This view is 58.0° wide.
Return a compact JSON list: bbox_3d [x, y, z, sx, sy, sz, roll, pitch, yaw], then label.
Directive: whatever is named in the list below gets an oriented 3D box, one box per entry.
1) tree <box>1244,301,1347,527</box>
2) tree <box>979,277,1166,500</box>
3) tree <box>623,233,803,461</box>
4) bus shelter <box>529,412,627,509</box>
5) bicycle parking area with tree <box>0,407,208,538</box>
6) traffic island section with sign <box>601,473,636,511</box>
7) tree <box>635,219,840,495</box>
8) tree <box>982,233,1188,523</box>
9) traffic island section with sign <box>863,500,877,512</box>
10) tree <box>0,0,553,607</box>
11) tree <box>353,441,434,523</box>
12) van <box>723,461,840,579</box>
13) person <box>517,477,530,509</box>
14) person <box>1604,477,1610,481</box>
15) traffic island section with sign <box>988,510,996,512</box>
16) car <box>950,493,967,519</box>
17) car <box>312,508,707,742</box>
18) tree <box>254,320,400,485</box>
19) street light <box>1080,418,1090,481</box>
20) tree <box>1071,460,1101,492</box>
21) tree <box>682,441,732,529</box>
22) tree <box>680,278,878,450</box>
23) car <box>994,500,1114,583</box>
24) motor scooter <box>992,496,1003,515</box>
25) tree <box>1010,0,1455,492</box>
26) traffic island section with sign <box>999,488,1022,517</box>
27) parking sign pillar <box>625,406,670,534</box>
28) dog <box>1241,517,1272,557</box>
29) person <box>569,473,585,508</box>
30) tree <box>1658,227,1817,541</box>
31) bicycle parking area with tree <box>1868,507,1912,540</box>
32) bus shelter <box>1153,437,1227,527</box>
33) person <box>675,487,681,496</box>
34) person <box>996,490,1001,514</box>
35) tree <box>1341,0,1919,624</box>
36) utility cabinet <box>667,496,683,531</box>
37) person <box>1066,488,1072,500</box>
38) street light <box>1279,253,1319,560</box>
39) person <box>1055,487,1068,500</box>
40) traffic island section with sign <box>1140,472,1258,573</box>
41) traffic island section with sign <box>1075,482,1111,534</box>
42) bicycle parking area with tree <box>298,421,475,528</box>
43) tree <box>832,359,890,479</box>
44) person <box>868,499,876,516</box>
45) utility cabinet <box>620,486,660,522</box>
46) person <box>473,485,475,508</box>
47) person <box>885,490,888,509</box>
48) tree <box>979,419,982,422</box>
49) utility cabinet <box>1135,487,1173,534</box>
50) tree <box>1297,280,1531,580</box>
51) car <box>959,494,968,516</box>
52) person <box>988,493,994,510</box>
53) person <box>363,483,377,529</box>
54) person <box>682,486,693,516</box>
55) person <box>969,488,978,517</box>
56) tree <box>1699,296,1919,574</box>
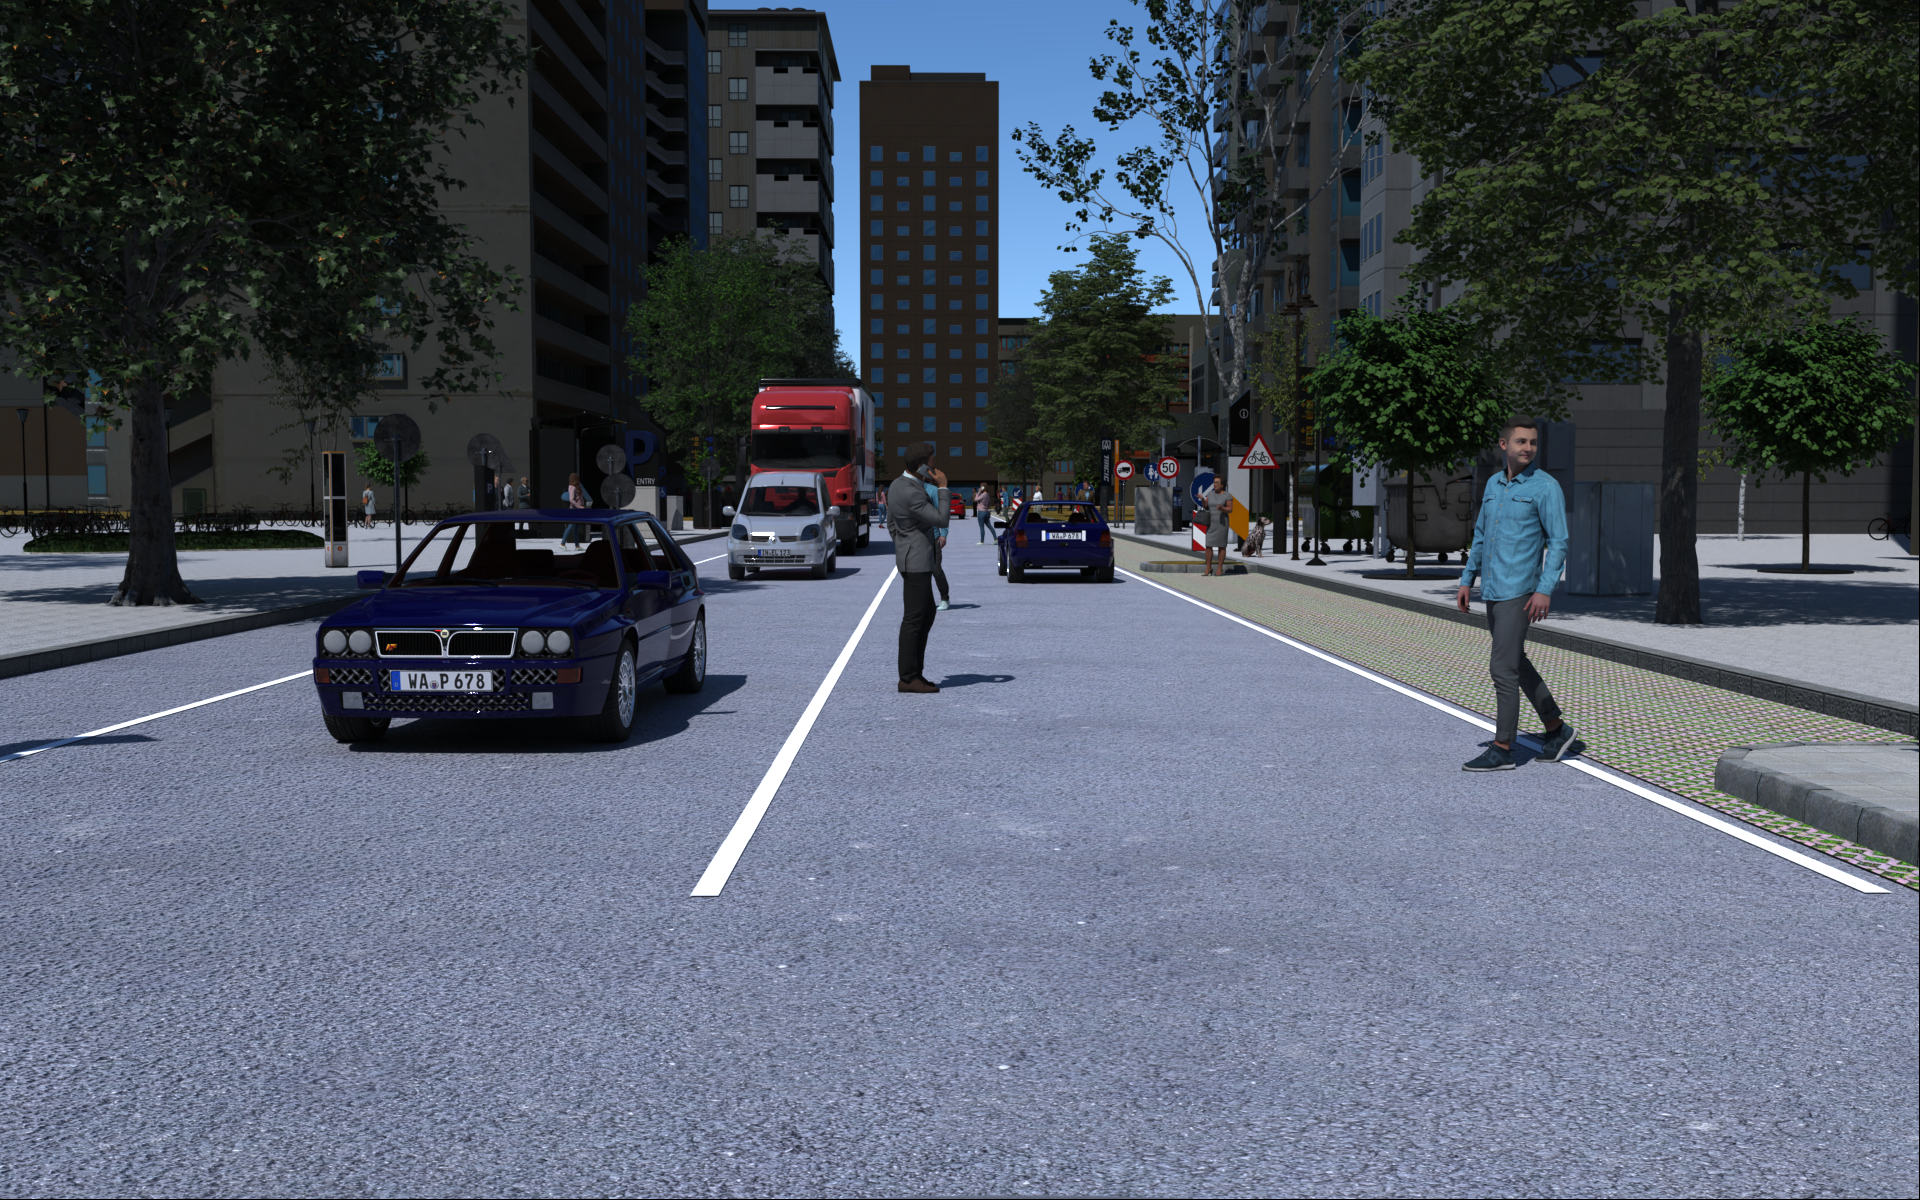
[{"bbox_3d":[12.985,-7.102,66.475,4.737,8.622,4.395,0,3,0],"label":"tree"},{"bbox_3d":[6.566,-11.455,97.652,12.009,13.543,11.850,0,3,0],"label":"tree"},{"bbox_3d":[-9.966,-8.818,69.937,9.928,11.665,9.643,0,3,0],"label":"tree"},{"bbox_3d":[-11.525,-3.755,52.676,1.731,3.624,6.357,0,4,-1],"label":"bus shelter"},{"bbox_3d":[-28.788,-4.342,57.997,8.231,4.147,9.016,1,4,20],"label":"bicycle parking area with tree"},{"bbox_3d":[-6.342,-1.429,31.992,1.989,1.847,2.006,0,4,-1],"label":"traffic island section with sign"},{"bbox_3d":[-10.408,-10.658,80.906,9.857,13.997,8.962,0,3,0],"label":"tree"},{"bbox_3d":[6.251,-9.626,75.513,7.486,12.596,7.792,0,3,0],"label":"tree"},{"bbox_3d":[-7.533,-7.824,136.547,1.989,1.847,2.006,0,4,-1],"label":"traffic island section with sign"},{"bbox_3d":[-9.539,-6.295,19.939,9.611,12.733,9.660,0,3,0],"label":"tree"},{"bbox_3d":[-25.509,-5.786,78.321,4.285,4.588,4.351,0,3,0],"label":"tree"},{"bbox_3d":[-3.083,-1.431,30.412,2.013,2.044,4.112,0,4,-1],"label":"van"},{"bbox_3d":[-13.345,-2.889,53.454,0.590,1.801,0.661,2,4,23],"label":"person"},{"bbox_3d":[20.321,-2.962,54.591,0.709,1.813,0.853,1,4,22],"label":"person"},{"bbox_3d":[3.184,-7.849,136.964,1.989,1.847,2.006,0,4,-1],"label":"traffic island section with sign"},{"bbox_3d":[-0.677,-5.514,99.202,2.155,1.783,4.494,0,4,-3],"label":"car"},{"bbox_3d":[-2.751,0.082,11.235,1.945,1.354,3.894,0,4,1],"label":"car"},{"bbox_3d":[-16.790,-5.842,45.886,4.360,8.622,3.978,0,3,0],"label":"tree"},{"bbox_3d":[5.894,-6.677,81.952,0.468,5.910,1.993,0,4,-1],"label":"street light"},{"bbox_3d":[6.226,-5.792,89.303,1.663,3.219,1.824,0,3,0],"label":"tree"},{"bbox_3d":[-9.409,-4.214,63.502,1.663,3.219,1.824,0,3,0],"label":"tree"},{"bbox_3d":[-10.077,-11.329,95.605,12.009,13.543,11.850,0,3,0],"label":"tree"},{"bbox_3d":[1.572,-1.021,29.272,1.945,1.354,3.894,0,4,-2],"label":"car"},{"bbox_3d":[2.652,-6.586,120.457,0.815,1.314,1.986,0,4,0],"label":"motor scooter"},{"bbox_3d":[7.795,-11.725,47.590,12.611,20.169,13.585,0,3,0],"label":"tree"},{"bbox_3d":[3.493,-6.201,110.011,1.989,1.847,2.006,0,4,-1],"label":"traffic island section with sign"},{"bbox_3d":[-9.620,-3.947,52.998,1.447,3.967,1.447,2,4,28],"label":"parking sign pillar"},{"bbox_3d":[5.977,-1.281,35.325,0.513,0.831,0.800,-1,4,-10],"label":"dog"},{"bbox_3d":[-8.729,-1.979,38.997,0.643,1.750,0.593,-1,4,-16],"label":"person"},{"bbox_3d":[21.366,-5.928,47.290,4.737,8.622,4.395,0,3,0],"label":"tree"},{"bbox_3d":[29.476,-3.549,45.022,9.016,4.147,8.231,0,4,4],"label":"bicycle parking area with tree"},{"bbox_3d":[8.540,-4.323,64.605,2.014,3.302,5.546,0,4,-1],"label":"bus shelter"},{"bbox_3d":[-17.297,-6.128,106.950,0.721,1.743,1.217,-1,4,-20],"label":"person"},{"bbox_3d":[2.923,-7.179,126.602,0.721,1.743,1.217,0,4,4],"label":"person"},{"bbox_3d":[7.288,-6.015,16.465,7.486,12.596,7.792,0,3,0],"label":"tree"},{"bbox_3d":[-10.167,-3.060,61.186,0.306,1.237,1.020,-3,5,-43],"label":"utility cabinet"},{"bbox_3d":[8.534,-7.929,136.214,0.750,1.759,0.617,2,4,26],"label":"person"},{"bbox_3d":[6.507,-3.708,33.419,0.468,5.910,1.993,0,4,-1],"label":"street light"},{"bbox_3d":[6.663,-6.552,113.849,1.217,1.739,0.721,-3,5,-45],"label":"person"},{"bbox_3d":[4.380,-1.436,32.104,1.989,1.847,2.006,0,4,-1],"label":"traffic island section with sign"},{"bbox_3d":[4.078,-3.084,59.057,1.989,1.847,2.006,0,4,-1],"label":"traffic island section with sign"},{"bbox_3d":[-24.074,-5.066,69.826,9.016,4.147,8.231,3,4,38],"label":"bicycle parking area with tree"},{"bbox_3d":[-10.618,-13.913,144.486,9.611,12.733,9.660,0,3,0],"label":"tree"},{"bbox_3d":[-5.618,-6.238,111.435,0.436,1.711,0.756,-2,4,-30],"label":"person"},{"bbox_3d":[-9.189,-2.500,49.552,1.173,1.500,0.318,1,4,13],"label":"utility cabinet"},{"bbox_3d":[-22.426,-4.536,80.550,0.444,1.785,0.601,2,4,34],"label":"person"},{"bbox_3d":[-5.511,-7.480,131.347,0.990,1.755,0.434,3,4,38],"label":"person"},{"bbox_3d":[5.478,-14.030,147.512,7.486,12.596,7.792,0,3,0],"label":"tree"},{"bbox_3d":[6.162,-2.842,55.143,1.173,1.500,0.318,-1,4,-14],"label":"utility cabinet"},{"bbox_3d":[6.864,-2.609,26.376,4.285,4.588,4.351,0,3,0],"label":"tree"},{"bbox_3d":[-0.502,-6.258,112.539,2.015,1.641,3.980,0,4,-1],"label":"car"},{"bbox_3d":[2.474,-9.171,158.586,1.348,1.807,0.705,2,4,24],"label":"person"},{"bbox_3d":[-21.565,-3.434,63.187,0.512,1.701,0.522,1,4,17],"label":"person"},{"bbox_3d":[-15.967,-5.808,101.725,1.217,1.743,0.721,1,4,12],"label":"person"},{"bbox_3d":[0.901,-6.060,107.595,0.705,1.823,1.348,-2,4,-24],"label":"person"},{"bbox_3d":[13.862,-2.729,28.335,4.285,4.588,4.351,0,3,0],"label":"tree"}]
